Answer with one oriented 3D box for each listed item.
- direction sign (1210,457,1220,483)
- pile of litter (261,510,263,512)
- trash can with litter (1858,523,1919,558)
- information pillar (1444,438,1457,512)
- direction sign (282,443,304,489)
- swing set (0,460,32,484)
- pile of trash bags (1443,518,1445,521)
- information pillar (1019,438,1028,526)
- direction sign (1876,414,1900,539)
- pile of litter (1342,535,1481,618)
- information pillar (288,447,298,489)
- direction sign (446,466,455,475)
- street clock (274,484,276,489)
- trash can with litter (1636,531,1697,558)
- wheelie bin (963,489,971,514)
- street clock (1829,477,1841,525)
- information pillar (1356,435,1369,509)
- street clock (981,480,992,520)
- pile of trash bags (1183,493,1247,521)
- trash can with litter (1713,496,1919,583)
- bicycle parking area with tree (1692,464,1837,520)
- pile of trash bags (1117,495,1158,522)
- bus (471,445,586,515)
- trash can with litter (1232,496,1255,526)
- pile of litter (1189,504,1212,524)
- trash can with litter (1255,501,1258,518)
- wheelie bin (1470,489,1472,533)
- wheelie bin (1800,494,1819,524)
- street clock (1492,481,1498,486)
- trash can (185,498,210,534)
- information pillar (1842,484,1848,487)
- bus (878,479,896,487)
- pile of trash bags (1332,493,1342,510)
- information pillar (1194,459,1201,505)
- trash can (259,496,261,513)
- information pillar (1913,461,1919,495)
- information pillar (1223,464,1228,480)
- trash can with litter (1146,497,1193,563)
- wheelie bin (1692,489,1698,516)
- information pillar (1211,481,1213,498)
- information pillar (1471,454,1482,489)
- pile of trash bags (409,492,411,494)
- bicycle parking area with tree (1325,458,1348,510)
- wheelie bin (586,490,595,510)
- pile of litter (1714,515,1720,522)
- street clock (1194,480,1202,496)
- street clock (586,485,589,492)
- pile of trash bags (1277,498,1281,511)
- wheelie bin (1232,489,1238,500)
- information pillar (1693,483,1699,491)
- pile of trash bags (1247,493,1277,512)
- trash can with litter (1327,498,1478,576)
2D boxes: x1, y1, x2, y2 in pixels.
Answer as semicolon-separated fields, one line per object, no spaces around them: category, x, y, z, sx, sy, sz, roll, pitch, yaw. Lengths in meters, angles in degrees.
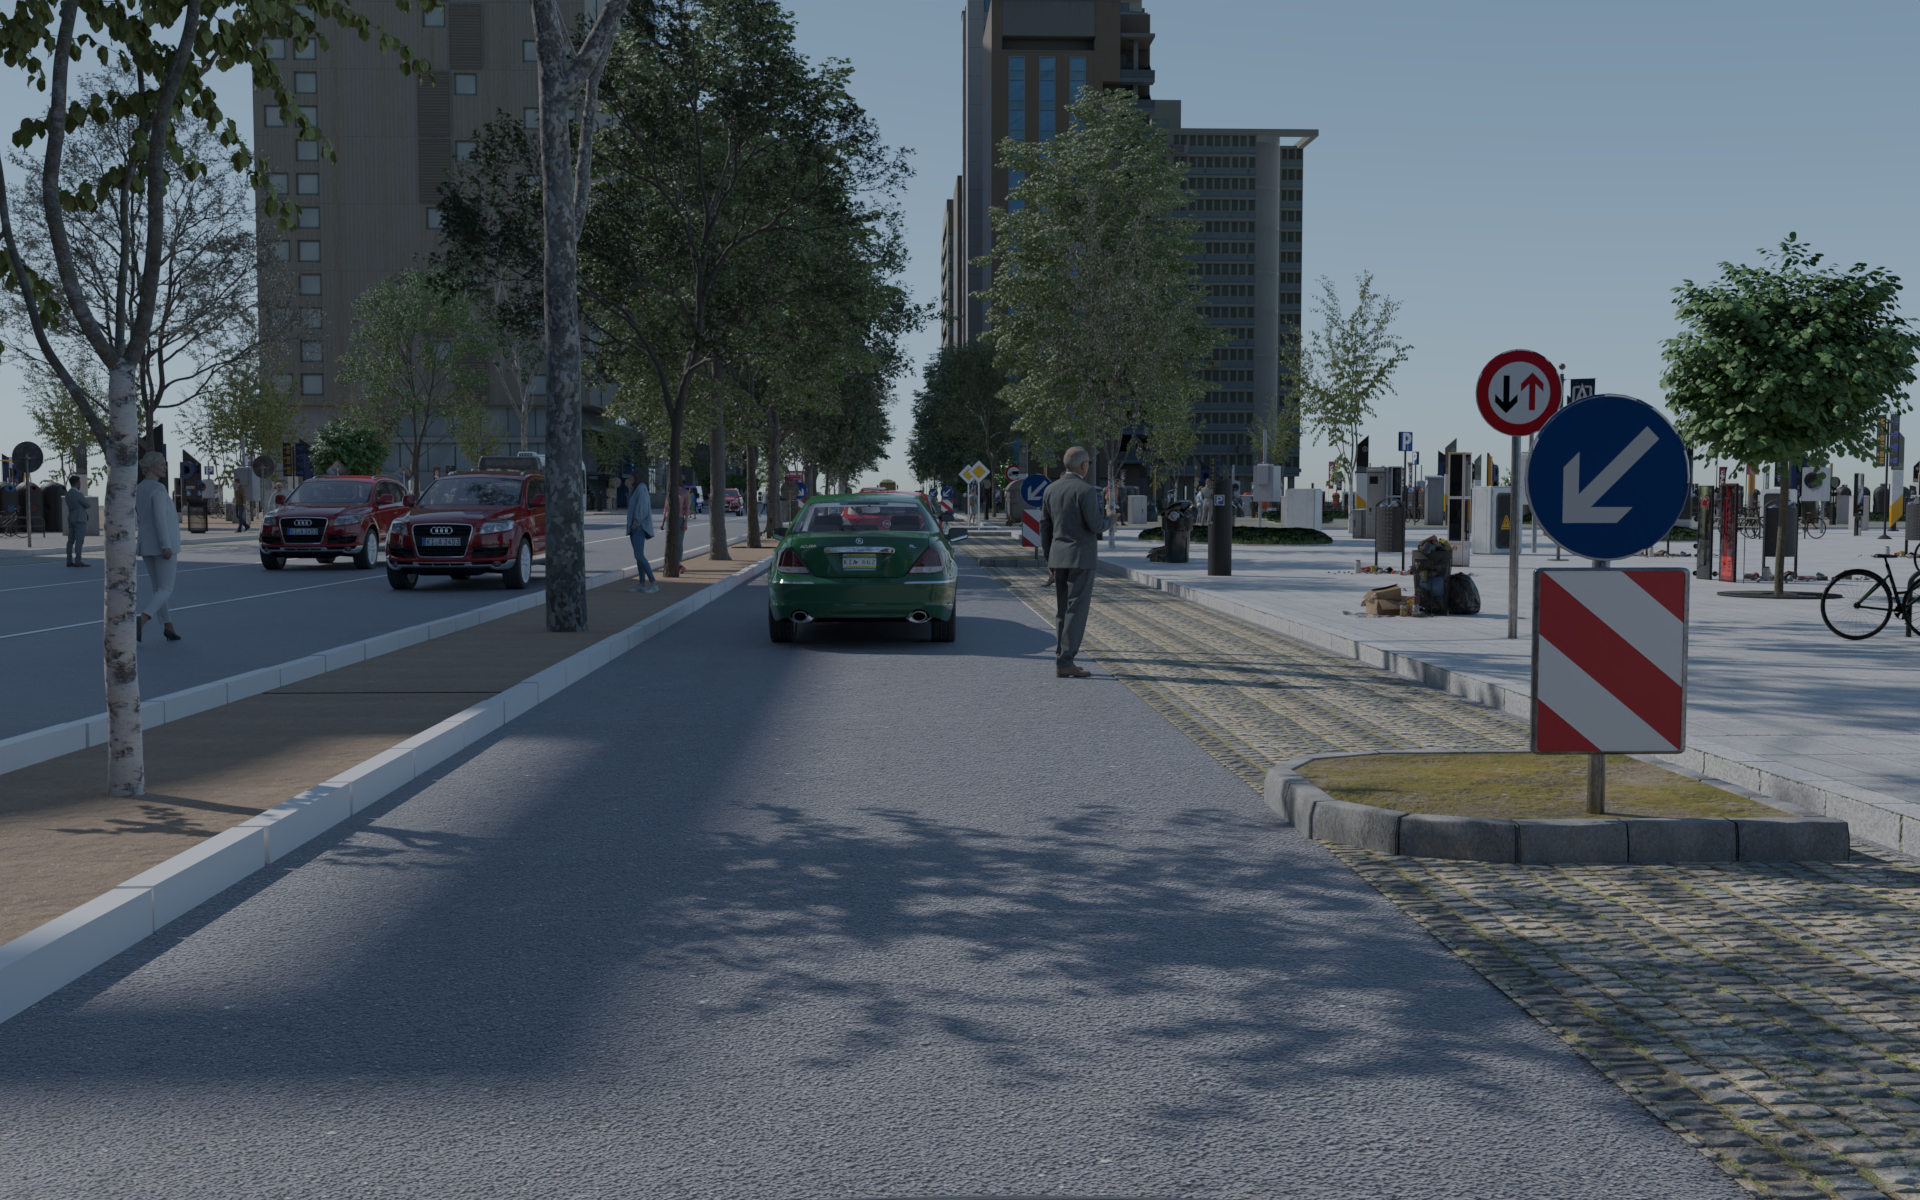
direction sign;15.411;-6.898;104.777;0.876;3.537;0.379;-3;5;-45
pile of litter;-50.413;-6.696;123.447;1.719;0.858;1.176;2;4;26
trash can with litter;19.276;-1.444;34.664;1.678;1.210;2.233;0;4;-7
information pillar;20.459;-4.945;72.212;0.504;3.616;0.183;0;4;-4
direction sign;-29.642;-5.203;77.062;0.876;3.537;0.379;-2;4;-30
swing set;-44.109;-4.967;78.833;3.119;2.851;2.862;-3;5;-43
pile of trash bags;24.819;-4.526;83.751;1.912;1.369;3.447;3;4;38
information pillar;2.585;-4.830;70.333;0.183;3.616;0.504;-3;4;-37
direction sign;26.319;-3.498;49.192;0.379;3.537;0.876;-1;4;-11
pile of litter;4.842;-0.280;18.536;1.719;0.858;1.176;-1;4;-15
information pillar;-31.023;-5.452;80.501;0.504;3.616;0.183;1;4;13
direction sign;-40.772;-8.974;138.715;0.876;3.537;0.379;1;4;20
street clock;-46.962;-7.004;119.088;0.358;2.002;0.471;0;4;7
trash can with litter;14.753;-1.501;35.595;2.233;1.210;1.678;-1;4;-14
wheelie bin;0.607;-6.251;110.108;0.693;1.594;0.980;2;4;28
street clock;36.271;-4.120;71.930;0.471;2.002;0.358;-1;4;-13
information pillar;15.960;-4.728;68.662;0.504;3.616;0.183;0;4;0
street clock;1.313;-4.983;86.048;0.471;2.002;0.358;-1;4;-22
pile of trash bags;11.800;-4.445;82.421;1.912;1.369;3.447;-1;4;-22
trash can with litter;12.670;-0.904;25.832;2.233;1.210;1.678;0;4;-5
bicycle parking area with tree;40.042;-6.131;87.243;9.016;4.147;8.231;-1;4;-10
pile of trash bags;7.490;-4.342;80.744;3.447;1.369;1.912;0;4;2
bus;-18.675;-4.959;75.943;2.948;3.499;13.247;0;4;-4
trash can with litter;8.707;-2.650;54.712;1.055;1.170;0.624;1;4;11
pile of litter;10.239;-3.673;74.016;1.176;0.858;1.719;2;4;26
trash can with litter;15.942;-4.972;92.679;0.624;1.170;1.055;-1;4;-15
wheelie bin;16.484;-2.981;56.652;0.693;1.594;0.980;-1;4;-12
wheelie bin;37.060;-4.132;75.460;0.980;1.594;0.693;3;5;40
street clock;29.213;-5.526;94.918;0.471;2.002;0.358;-2;4;-31
trash can;-24.867;-2.743;56.494;0.748;1.137;0.748;0;3;0
information pillar;66.749;-7.721;130.727;0.304;2.012;0.304;-2;4;-28
bus;-12.116;-18.185;288.864;2.896;3.916;12.252;0;4;-4
pile of trash bags;27.590;-6.915;122.806;3.447;1.369;1.912;-3;4;-39
information pillar;15.842;-7.602;115.649;0.183;3.616;0.504;-3;4;-37
trash can;-45.998;-6.203;113.065;0.748;1.137;0.748;0;3;0
information pillar;66.900;-7.939;121.165;0.183;3.616;0.504;-1;4;-22
information pillar;20.633;-8.764;134.642;0.183;3.616;0.504;-3;5;-40
trash can with litter;3.886;-1.292;32.511;0.624;1.170;1.055;-2;4;-32
wheelie bin;42.456;-5.631;99.968;0.693;1.594;0.980;2;4;30
information pillar;14.545;-5.888;100.759;0.304;2.012;0.304;0;4;1
information pillar;30.214;-6.711;101.080;0.504;3.616;0.183;-2;4;-24
pile of trash bags;-27.437;-4.382;81.401;3.447;1.369;1.912;-3;4;-38
bicycle parking area with tree;30.896;-9.347;139.822;9.016;4.147;8.231;1;4;19
wheelie bin;-28.975;-7.815;135.689;0.693;1.594;0.980;2;4;23
pile of litter;34.801;-4.007;79.487;1.719;0.858;1.176;-1;4;-20
street clock;12.229;-5.165;89.010;0.358;2.002;0.471;-2;4;-26
street clock;-30.522;-8.358;141.220;0.471;2.002;0.358;-3;5;-45
pile of trash bags;19.767;-6.204;111.185;3.447;1.369;1.912;-1;4;-15
wheelie bin;15.773;-5.723;101.475;0.980;1.594;0.693;0;4;0
information pillar;50.611;-7.017;119.214;0.304;2.012;0.304;0;4;-3
pile of trash bags;15.441;-5.254;95.655;3.447;1.369;1.912;2;4;25
trash can with litter;7.142;-1.014;27.630;1.678;1.210;2.233;-3;5;-44
